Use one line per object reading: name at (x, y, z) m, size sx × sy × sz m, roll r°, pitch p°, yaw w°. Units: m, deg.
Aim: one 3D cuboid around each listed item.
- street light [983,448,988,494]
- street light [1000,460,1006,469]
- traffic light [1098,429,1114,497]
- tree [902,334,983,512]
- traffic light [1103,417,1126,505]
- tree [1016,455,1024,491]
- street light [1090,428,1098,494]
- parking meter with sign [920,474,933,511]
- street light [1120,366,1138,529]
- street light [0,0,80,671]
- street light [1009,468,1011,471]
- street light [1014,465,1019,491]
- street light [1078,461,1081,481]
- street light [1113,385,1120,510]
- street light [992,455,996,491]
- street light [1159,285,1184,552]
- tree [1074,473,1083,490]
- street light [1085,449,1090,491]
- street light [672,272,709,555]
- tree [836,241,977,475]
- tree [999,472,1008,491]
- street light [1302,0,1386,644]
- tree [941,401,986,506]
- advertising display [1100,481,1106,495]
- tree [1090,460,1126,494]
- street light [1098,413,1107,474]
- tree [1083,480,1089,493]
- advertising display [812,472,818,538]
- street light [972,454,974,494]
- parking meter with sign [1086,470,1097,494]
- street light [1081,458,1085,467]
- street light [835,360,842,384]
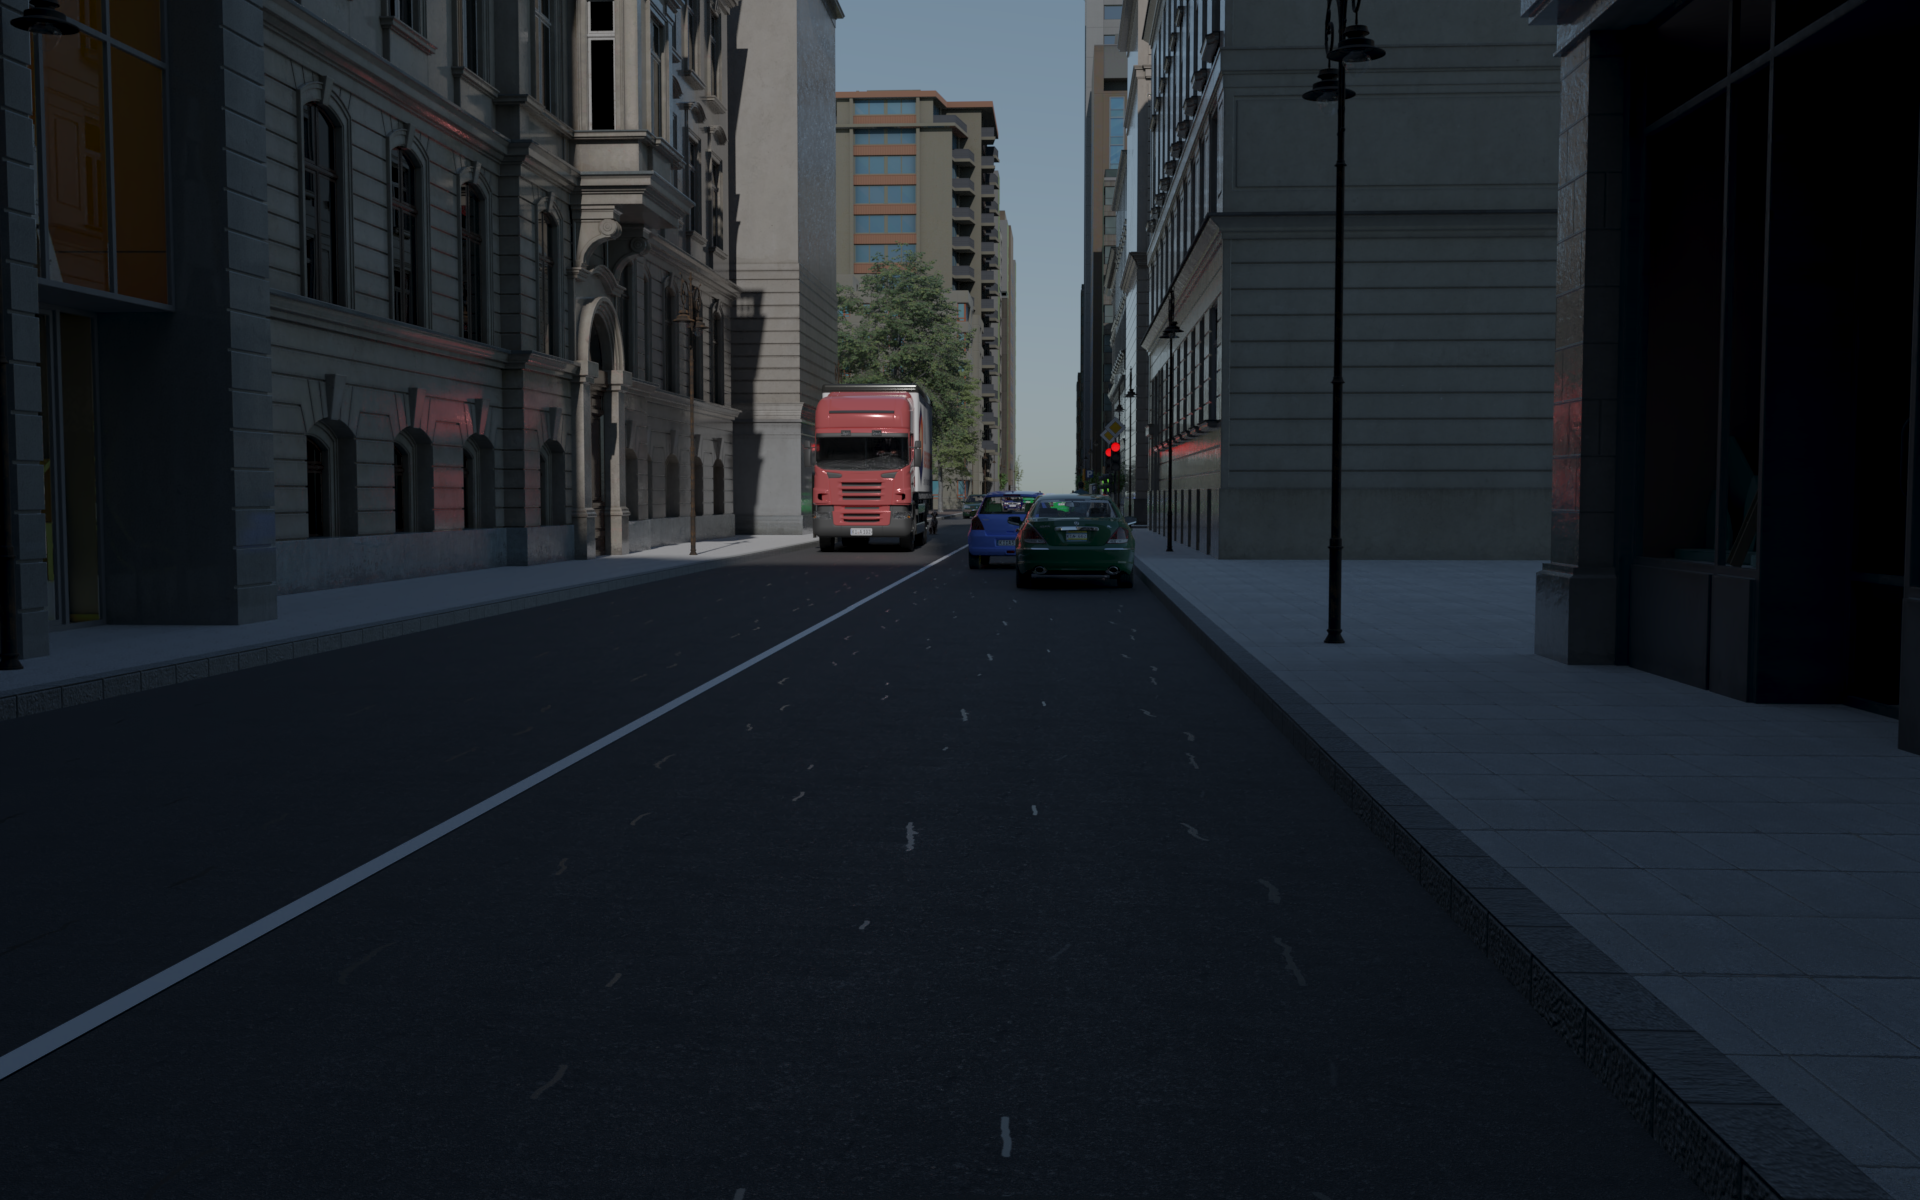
street light at (2.509, -12.178, 171.896) m, size 0.468 × 5.910 × 1.993 m, roll 0°, pitch 4°, yaw 3°
street light at (5.891, -15.803, 231.169) m, size 0.468 × 5.910 × 1.993 m, roll 0°, pitch 4°, yaw 3°
traffic light at (6.095, -5.017, 70.950) m, size 0.839 × 4.253 × 0.868 m, roll 0°, pitch 4°, yaw 3°
tree at (-1.675, -12.443, 121.563) m, size 7.486 × 12.596 × 7.792 m, roll 0°, pitch 3°, yaw 0°
traffic light at (5.624, -4.530, 62.979) m, size 0.839 × 4.253 × 0.868 m, roll 0°, pitch 4°, yaw 3°
tree at (9.566, -21.767, 306.254) m, size 4.737 × 8.622 × 4.395 m, roll 0°, pitch 3°, yaw 0°
street light at (9.529, -9.086, 121.340) m, size 0.468 × 5.910 × 1.993 m, roll 0°, pitch 4°, yaw 3°
parking meter with sign at (-2.947, -8.335, 132.538) m, size 1.738 × 3.016 × 0.543 m, roll 0°, pitch 3°, yaw 0°
street light at (6.156, -5.492, 62.578) m, size 0.468 × 5.910 × 1.993 m, roll 0°, pitch 4°, yaw 3°
street light at (-6.956, -2.429, 12.498) m, size 0.468 × 5.910 × 1.993 m, roll 0°, pitch 4°, yaw 3°
street light at (7.378, -17.255, 254.898) m, size 0.468 × 5.910 × 1.993 m, roll 0°, pitch 4°, yaw 3°
street light at (8.771, -18.706, 278.633) m, size 0.468 × 5.910 × 1.993 m, roll 0°, pitch 4°, yaw 3°
street light at (14.074, -13.773, 197.968) m, size 0.468 × 5.910 × 1.993 m, roll 0°, pitch 4°, yaw 3°
street light at (6.744, -6.158, 73.477) m, size 0.468 × 5.910 × 1.993 m, roll 0°, pitch 4°, yaw 3°
street light at (3.862, -13.640, 195.796) m, size 0.468 × 5.910 × 1.993 m, roll 0°, pitch 4°, yaw 3°
street light at (4.679, -4.018, 38.487) m, size 0.468 × 5.910 × 1.993 m, roll 0°, pitch 4°, yaw 3°
tree at (16.546, -15.008, 229.096) m, size 4.285 × 4.588 × 4.351 m, roll 0°, pitch 3°, yaw 0°
street light at (11.251, -10.825, 149.778) m, size 0.468 × 5.910 × 1.993 m, roll 0°, pitch 4°, yaw 3°
street light at (-5.607, -3.881, 36.235) m, size 0.468 × 5.910 × 1.993 m, roll 0°, pitch 4°, yaw 3°
tree at (-3.668, -11.155, 89.043) m, size 9.857 × 13.997 × 8.962 m, roll 0°, pitch 3°, yaw 0°
tree at (4.626, -14.701, 224.071) m, size 4.285 × 4.588 × 4.351 m, roll 0°, pitch 3°, yaw 0°
street light at (3.228, -2.567, 14.756) m, size 0.468 × 5.910 × 1.993 m, roll 0°, pitch 4°, yaw 3°
tree at (0.214, -11.386, 136.526) m, size 4.360 × 8.622 × 3.978 m, roll 0°, pitch 3°, yaw 0°
advertising display at (6.685, -4.644, 81.150) m, size 0.123 × 1.923 × 0.974 m, roll 0°, pitch 4°, yaw -4°
tree at (7.615, -5.564, 85.573) m, size 1.663 × 3.219 × 1.824 m, roll 0°, pitch 3°, yaw 0°
street light at (8.170, -7.610, 97.210) m, size 0.468 × 5.910 × 1.993 m, roll 0°, pitch 4°, yaw 3°
tree at (11.439, -9.351, 147.486) m, size 1.663 × 3.219 × 1.824 m, roll 0°, pitch 3°, yaw 0°
advertising display at (-4.274, -2.803, 51.043) m, size 0.123 × 1.923 × 0.974 m, roll 0°, pitch 4°, yaw -1°
street light at (1.089, -10.726, 148.163) m, size 0.468 × 5.910 × 1.993 m, roll 0°, pitch 4°, yaw 3°
parking meter with sign at (9.666, -7.937, 126.031) m, size 0.543 × 3.016 × 1.738 m, roll -1°, pitch 4°, yaw -13°
street light at (12.608, -12.290, 173.723) m, size 0.468 × 5.910 × 1.993 m, roll 0°, pitch 4°, yaw 3°
street light at (-4.192, -5.332, 59.968) m, size 0.468 × 5.910 × 1.993 m, roll 0°, pitch 4°, yaw 3°
